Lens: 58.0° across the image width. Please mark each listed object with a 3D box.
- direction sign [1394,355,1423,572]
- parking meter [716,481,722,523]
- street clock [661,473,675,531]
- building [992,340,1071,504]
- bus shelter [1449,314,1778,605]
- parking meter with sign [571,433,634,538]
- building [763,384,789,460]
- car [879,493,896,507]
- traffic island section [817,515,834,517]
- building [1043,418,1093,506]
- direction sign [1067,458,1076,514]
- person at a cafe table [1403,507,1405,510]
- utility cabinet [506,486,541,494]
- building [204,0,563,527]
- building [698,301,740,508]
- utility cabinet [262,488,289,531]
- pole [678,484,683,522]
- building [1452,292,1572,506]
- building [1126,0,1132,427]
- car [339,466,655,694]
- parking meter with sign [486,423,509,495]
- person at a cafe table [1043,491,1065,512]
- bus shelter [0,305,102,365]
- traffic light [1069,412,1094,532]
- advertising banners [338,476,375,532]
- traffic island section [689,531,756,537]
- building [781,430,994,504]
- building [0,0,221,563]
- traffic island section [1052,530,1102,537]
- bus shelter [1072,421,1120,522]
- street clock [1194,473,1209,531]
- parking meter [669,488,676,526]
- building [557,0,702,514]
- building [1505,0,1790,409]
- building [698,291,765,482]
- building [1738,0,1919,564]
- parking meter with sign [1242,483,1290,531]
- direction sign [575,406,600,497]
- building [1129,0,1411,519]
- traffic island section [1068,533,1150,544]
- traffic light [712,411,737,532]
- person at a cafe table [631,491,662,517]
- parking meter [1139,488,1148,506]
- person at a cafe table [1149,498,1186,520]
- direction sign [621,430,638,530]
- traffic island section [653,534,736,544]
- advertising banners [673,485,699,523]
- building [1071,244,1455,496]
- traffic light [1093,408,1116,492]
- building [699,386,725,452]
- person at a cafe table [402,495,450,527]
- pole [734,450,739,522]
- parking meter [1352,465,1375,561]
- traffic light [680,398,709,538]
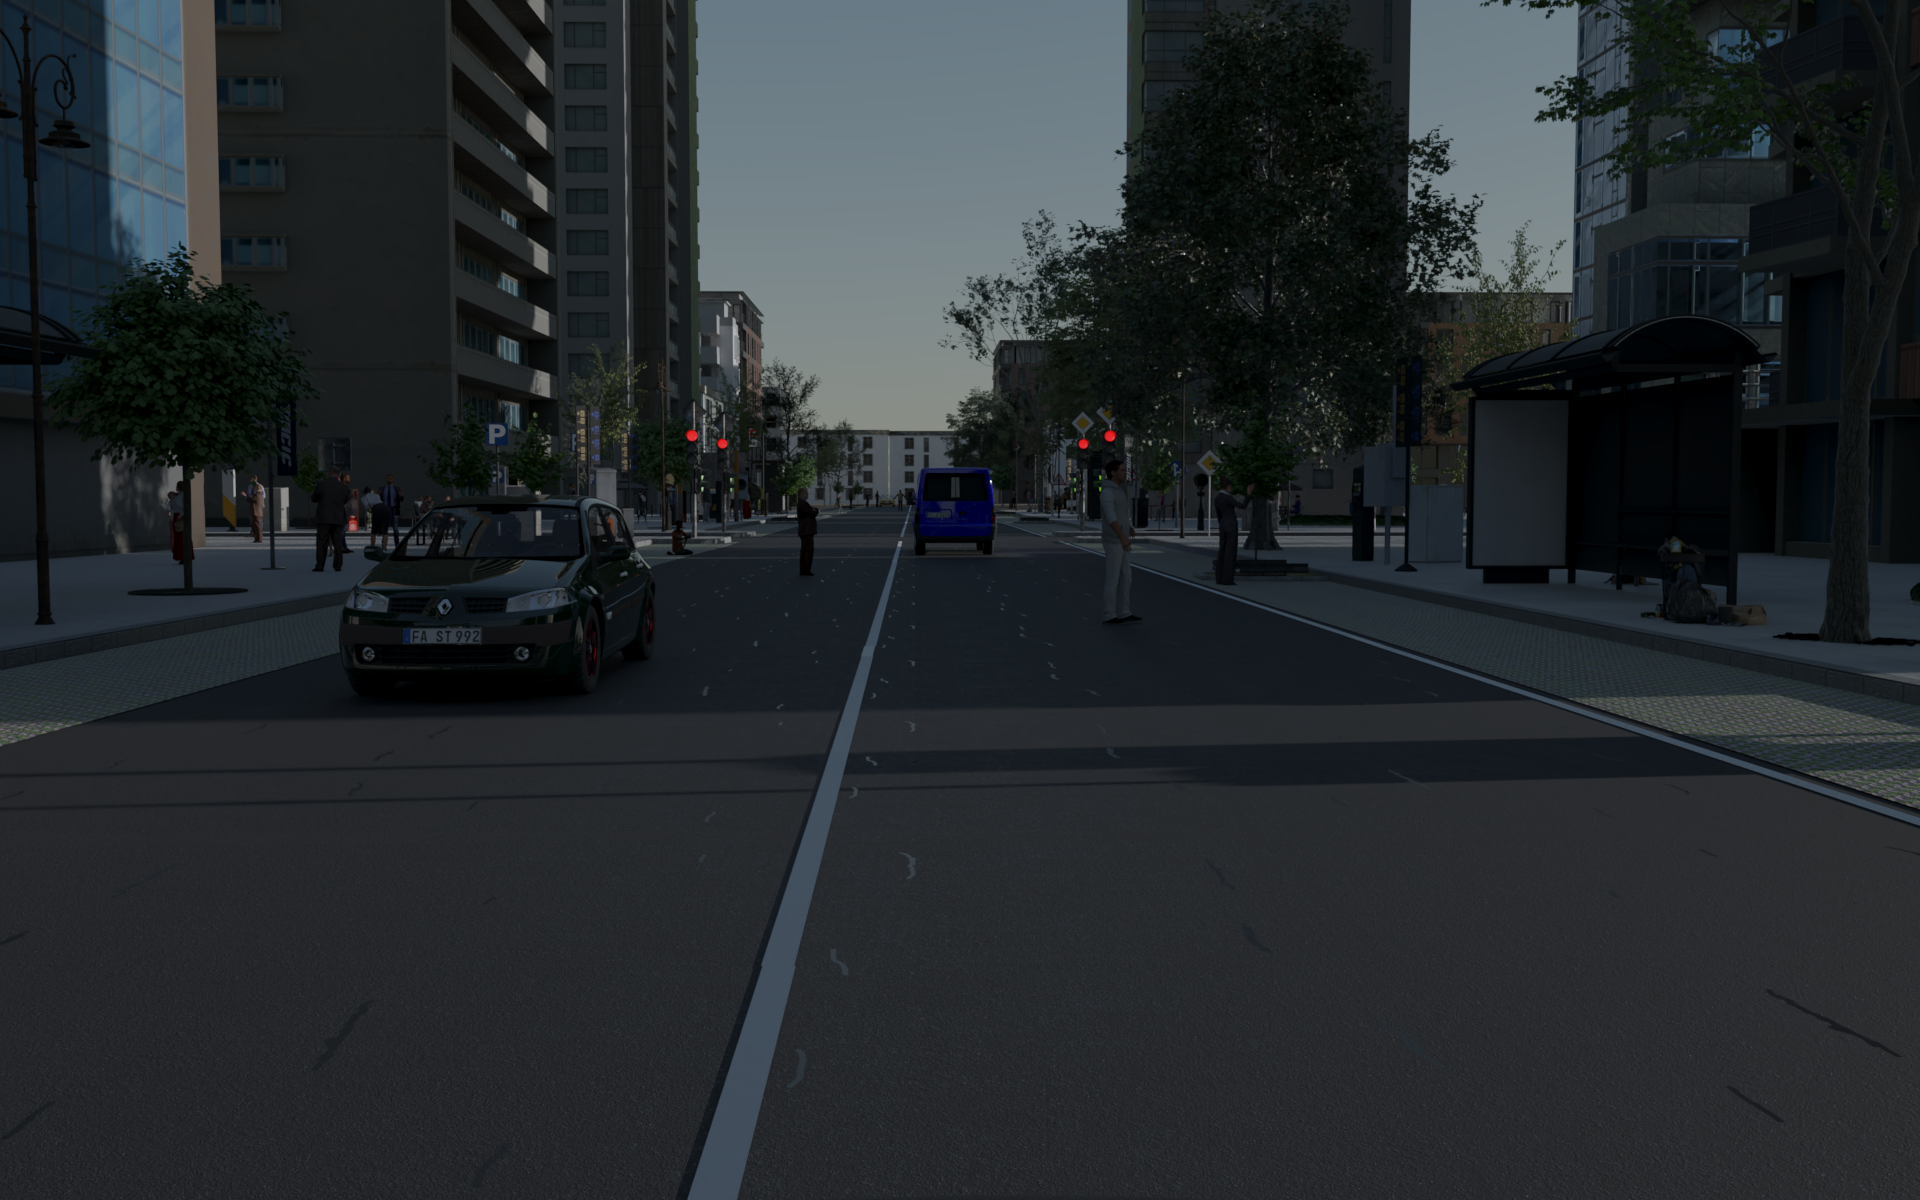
[{"bbox_3d":[7.411,-2.243,28.665,0.379,3.537,0.876,-1,4,-11],"label":"direction sign"},{"bbox_3d":[-10.623,-4.337,76.625,0.255,1.863,0.399,1,4,15],"label":"parking meter"},{"bbox_3d":[-10.262,-3.441,60.834,0.358,2.002,0.471,3,4,37],"label":"street clock"},{"bbox_3d":[21.318,-24.246,240.388,32.646,21.610,27.936,0,4,-2],"label":"building"},{"bbox_3d":[8.112,-1.734,22.267,2.014,3.302,5.546,0,4,-1],"label":"bus shelter"},{"bbox_3d":[-10.265,-3.278,49.850,1.738,3.016,0.543,-3,5,-40],"label":"parking meter with sign"},{"bbox_3d":[-39.301,-22.430,233.183,31.486,18.905,16.747,0,4,-2],"label":"building"},{"bbox_3d":[-8.111,-11.169,192.838,2.015,1.641,3.980,0,4,-1],"label":"car"},{"bbox_3d":[-9.073,-5.373,110.720,1.991,0.108,1.994,0,4,-2],"label":"traffic island section"},{"bbox_3d":[14.532,-15.111,189.214,9.099,9.664,28.070,0,4,-2],"label":"building"},{"bbox_3d":[7.068,-7.160,109.064,0.876,3.537,0.379,-3,5,-40],"label":"direction sign"},{"bbox_3d":[33.300,-7.424,129.897,1.698,1.524,1.622,0,4,0],"label":"person at a cafe table"},{"bbox_3d":[-11.419,-2.205,44.724,1.173,1.500,0.318,1,4,13],"label":"utility cabinet"},{"bbox_3d":[-30.521,-27.654,75.837,21.300,48.544,21.600,0,4,-2],"label":"building"},{"bbox_3d":[-29.284,-19.012,167.271,16.016,20.091,11.380,0,4,-2],"label":"building"},{"bbox_3d":[-23.446,-3.094,59.264,1.173,1.500,0.318,3,4,36],"label":"utility cabinet"},{"bbox_3d":[-11.677,-4.794,72.222,0.158,3.312,0.155,0,3,0],"label":"pole"},{"bbox_3d":[46.796,-21.106,189.065,32.646,21.610,27.936,0,4,-2],"label":"building"},{"bbox_3d":[19.264,-28.743,120.051,14.600,45.320,14.200,0,4,-2],"label":"building"},{"bbox_3d":[-3.509,-0.236,13.646,2.009,1.686,4.222,0,4,-1],"label":"car"},{"bbox_3d":[-11.560,-2.882,43.388,0.543,3.016,1.738,-1,4,-14],"label":"parking meter with sign"},{"bbox_3d":[6.628,-7.005,123.051,1.698,1.524,1.622,2,4,27],"label":"person at a cafe table"},{"bbox_3d":[-10.326,-1.364,16.224,2.014,3.302,5.546,0,4,-1],"label":"bus shelter"},{"bbox_3d":[4.160,-4.290,59.057,0.839,4.253,0.868,0,4,-2],"label":"traffic light"},{"bbox_3d":[-20.643,-3.832,58.848,0.090,3.025,2.074,2,4,31],"label":"advertising banners"},{"bbox_3d":[-8.037,-2.237,58.856,2.009,0.180,2.903,0,4,-2],"label":"traffic island section"},{"bbox_3d":[-9.433,-17.630,230.401,28.070,9.664,9.099,0,4,-2],"label":"building"},{"bbox_3d":[-24.694,-23.456,33.619,14.200,45.320,14.600,0,4,-2],"label":"building"},{"bbox_3d":[4.201,-2.256,59.172,2.009,0.180,2.903,0,4,-2],"label":"traffic island section"},{"bbox_3d":[6.691,-6.554,84.793,2.179,5.291,8.768,0,4,-1],"label":"bus shelter"},{"bbox_3d":[8.467,-3.443,60.866,0.471,2.002,0.358,-1,4,-16],"label":"street clock"},{"bbox_3d":[-11.693,-3.799,70.522,0.372,1.533,0.369,0,3,0],"label":"parking meter"},{"bbox_3d":[-24.947,-26.290,113.436,14.154,41.232,14.086,0,4,-2],"label":"building"},{"bbox_3d":[42.256,-46.743,76.923,31.000,86.520,22.319,0,4,-2],"label":"building"},{"bbox_3d":[-38.423,-21.039,187.966,32.646,21.610,27.936,0,4,-2],"label":"building"},{"bbox_3d":[26.772,-22.855,28.309,22.147,44.769,28.867,0,4,-2],"label":"building"},{"bbox_3d":[10.661,-3.906,60.117,1.738,3.016,0.543,-1,4,-15],"label":"parking meter with sign"},{"bbox_3d":[-9.623,-3.232,44.840,0.379,3.537,0.876,2,4,29],"label":"direction sign"},{"bbox_3d":[16.363,-25.264,96.655,14.154,41.232,14.086,0,4,-2],"label":"building"},{"bbox_3d":[4.411,-1.768,51.190,2.009,0.180,2.903,0,4,-2],"label":"traffic island section"},{"bbox_3d":[-7.996,-4.269,58.723,0.839,4.253,0.868,0,4,-2],"label":"traffic light"},{"bbox_3d":[-17.400,-5.332,95.700,1.698,1.524,1.622,2,4,30],"label":"person at a cafe table"},{"bbox_3d":[7.705,-3.932,72.707,0.372,1.533,0.369,0,3,0],"label":"parking meter"},{"bbox_3d":[10.295,-4.555,85.340,1.726,1.238,1.698,-1,4,-19],"label":"person at a cafe table"},{"bbox_3d":[-11.768,-4.260,61.651,0.379,3.537,0.876,2,4,29],"label":"direction sign"},{"bbox_3d":[-7.826,-1.749,50.874,2.009,0.180,2.903,0,4,-2],"label":"traffic island section"},{"bbox_3d":[-12.531,-5.026,78.363,2.074,3.025,0.090,3,5,40],"label":"advertising banners"},{"bbox_3d":[25.782,-19.202,157.922,27.936,21.610,32.646,0,4,-2],"label":"building"},{"bbox_3d":[4.370,-3.801,51.075,0.839,4.253,0.868,0,4,-2],"label":"traffic light"},{"bbox_3d":[-24.619,-12.592,148.018,9.099,9.664,28.070,0,4,-2],"label":"building"},{"bbox_3d":[-20.050,-3.317,65.094,1.698,1.238,1.726,-3,5,-44],"label":"person at a cafe table"},{"bbox_3d":[-10.373,-5.288,80.309,0.158,3.312,0.155,0,3,0],"label":"pole"},{"bbox_3d":[7.712,-1.677,33.128,0.399,1.863,0.255,-2,4,-33],"label":"parking meter"},{"bbox_3d":[-7.786,-3.781,50.740,0.839,4.253,0.868,0,4,-2],"label":"traffic light"}]
